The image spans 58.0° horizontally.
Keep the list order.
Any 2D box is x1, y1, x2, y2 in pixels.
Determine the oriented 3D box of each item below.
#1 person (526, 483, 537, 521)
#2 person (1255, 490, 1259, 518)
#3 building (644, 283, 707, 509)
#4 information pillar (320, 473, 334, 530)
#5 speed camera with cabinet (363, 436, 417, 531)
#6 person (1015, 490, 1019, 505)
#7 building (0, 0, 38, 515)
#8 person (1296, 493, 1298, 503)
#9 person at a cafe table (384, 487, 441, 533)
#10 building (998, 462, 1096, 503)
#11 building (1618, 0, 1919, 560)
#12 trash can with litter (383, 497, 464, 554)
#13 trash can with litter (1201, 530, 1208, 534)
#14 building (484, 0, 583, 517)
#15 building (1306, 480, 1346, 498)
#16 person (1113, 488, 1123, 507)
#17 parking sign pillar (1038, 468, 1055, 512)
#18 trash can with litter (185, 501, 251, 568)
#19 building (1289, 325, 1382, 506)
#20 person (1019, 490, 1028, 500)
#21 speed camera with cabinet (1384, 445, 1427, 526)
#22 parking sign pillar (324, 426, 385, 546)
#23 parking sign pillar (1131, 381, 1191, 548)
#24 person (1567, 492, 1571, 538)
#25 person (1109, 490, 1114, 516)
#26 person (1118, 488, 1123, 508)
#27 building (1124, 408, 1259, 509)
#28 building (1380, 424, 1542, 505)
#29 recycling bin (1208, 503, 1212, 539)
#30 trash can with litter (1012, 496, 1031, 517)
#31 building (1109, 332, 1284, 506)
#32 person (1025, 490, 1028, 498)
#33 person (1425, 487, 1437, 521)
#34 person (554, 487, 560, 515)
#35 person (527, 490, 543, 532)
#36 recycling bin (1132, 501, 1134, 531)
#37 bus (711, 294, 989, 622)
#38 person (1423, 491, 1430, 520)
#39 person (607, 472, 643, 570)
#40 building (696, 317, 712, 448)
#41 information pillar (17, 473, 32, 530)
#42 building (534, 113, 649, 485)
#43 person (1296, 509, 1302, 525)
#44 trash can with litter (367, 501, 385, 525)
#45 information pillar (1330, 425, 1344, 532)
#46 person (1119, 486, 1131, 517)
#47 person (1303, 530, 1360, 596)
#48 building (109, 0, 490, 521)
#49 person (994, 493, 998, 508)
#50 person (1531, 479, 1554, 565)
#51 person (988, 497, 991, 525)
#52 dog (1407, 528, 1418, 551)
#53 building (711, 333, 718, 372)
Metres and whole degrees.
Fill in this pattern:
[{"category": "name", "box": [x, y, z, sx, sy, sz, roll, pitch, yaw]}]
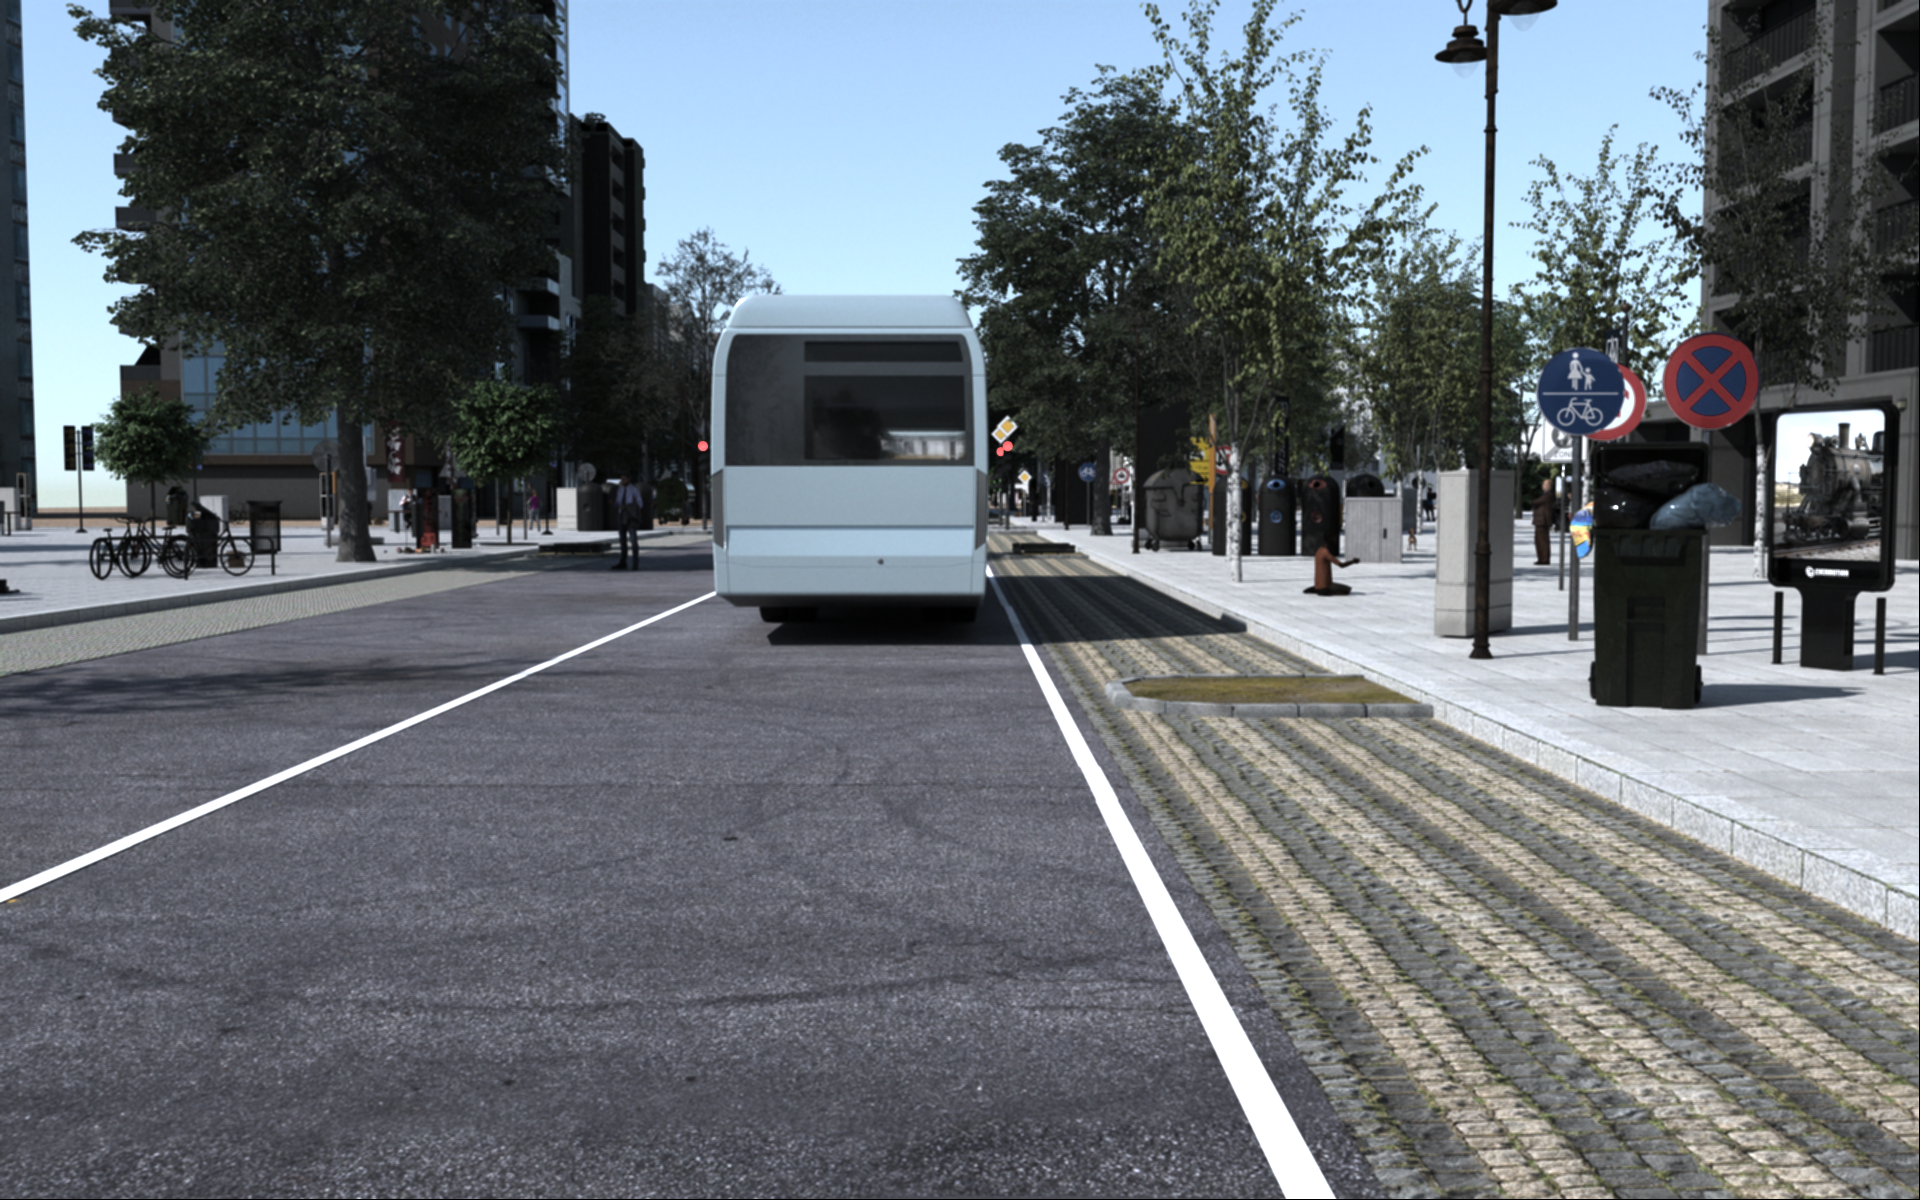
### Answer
[{"category": "person", "box": [-20.253, -4.628, 81.845, 0.598, 1.807, 0.434, -1, 4, -9]}, {"category": "person", "box": [16.095, -5.421, 94.808, 0.434, 1.807, 0.598, -3, 5, -43]}, {"category": "building", "box": [-34.145, -18.028, 161.223, 16.747, 18.905, 31.486, 0, 4, 0]}, {"category": "information pillar", "box": [-22.387, -3.472, 61.252, 0.304, 2.012, 0.304, 2, 4, 25]}, {"category": "speed camera with cabinet", "box": [-19.832, -4.013, 59.947, 2.038, 3.252, 0.660, -1, 4, -18]}, {"category": "person", "box": [6.454, -11.642, 197.061, 0.551, 1.740, 0.621, 1, 4, 12]}, {"category": "building", "box": [-68.690, -28.977, 93.378, 30.456, 49.044, 23.786, 0, 4, 0]}, {"category": "person", "box": [19.787, -5.675, 102.731, 0.435, 1.345, 0.340, -2, 4, -23]}, {"category": "person at a cafe table", "box": [-18.285, -3.012, 57.754, 1.698, 1.524, 1.622, -2, 4, -24]}, {"category": "building", "box": [19.287, -18.662, 247.262, 28.070, 9.664, 9.099, 0, 4, 0]}, {"category": "building", "box": [28.550, -36.555, 35.931, 20.563, 71.187, 20.611, 0, 4, 0]}, {"category": "trash can with litter", "box": [-11.814, -1.654, 38.108, 1.678, 1.210, 2.233, -1, 4, -16]}, {"category": "trash can with litter", "box": [7.800, -2.803, 56.884, 1.678, 1.210, 2.233, 0, 4, -6]}, {"category": "building", "box": [-36.996, -48.788, 110.348, 22.319, 86.520, 31.000, 0, 4, 0]}, {"category": "building", "box": [47.930, -18.642, 246.936, 28.070, 9.664, 9.099, 0, 4, 0]}, {"category": "person", "box": [15.305, -9.897, 167.792, 1.348, 1.831, 0.705, -1, 4, -10]}, {"category": "parking sign pillar", "box": [6.285, -8.316, 124.443, 1.447, 3.967, 1.447, -2, 4, -32]}, {"category": "trash can with litter", "box": [-12.939, -1.151, 30.213, 1.055, 1.170, 0.624, -1, 4, -21]}, {"category": "building", "box": [41.249, -21.027, 200.209, 11.380, 20.091, 16.016, 0, 4, 0]}, {"category": "person", "box": [7.481, -12.105, 204.051, 1.348, 1.812, 0.705, -2, 4, -27]}, {"category": "speed camera with cabinet", "box": [17.821, -4.629, 70.026, 2.038, 3.252, 0.660, 1, 4, 12]}, {"category": "parking sign pillar", "box": [-15.266, -3.368, 43.533, 1.447, 3.967, 1.447, -1, 4, -19]}, {"category": "parking sign pillar", "box": [4.845, -3.246, 41.550, 1.447, 3.967, 1.447, 0, 4, 1]}, {"category": "person", "box": [17.975, -2.501, 50.849, 0.340, 1.345, 0.435, -1, 4, -16]}, {"category": "person", "box": [8.670, -5.586, 99.921, 0.480, 1.512, 0.613, 0, 4, 4]}, {"category": "person", "box": [14.653, -9.335, 158.698, 0.705, 1.821, 1.348, 2, 4, 30]}, {"category": "building", "box": [21.118, -13.445, 161.977, 9.099, 9.664, 28.070, 0, 4, 0]}, {"category": "building", "box": [61.365, -15.953, 202.975, 28.070, 9.664, 9.099, 0, 4, 0]}, {"category": "recycling bin", "box": [7.634, -2.287, 49.949, 0.722, 1.027, 0.722, 3, 4, 39]}, {"category": "trash can with litter", "box": [3.491, -5.281, 97.735, 1.055, 1.170, 0.624, 1, 4, 16]}, {"category": "building", "box": [25.039, -19.877, 191.442, 16.747, 18.905, 31.486, 0, 4, 0]}, {"category": "person", "box": [8.020, -12.488, 210.949, 1.217, 1.743, 0.721, 3, 5, 41]}, {"category": "person", "box": [22.495, -4.568, 82.604, 0.647, 1.594, 0.662, 2, 4, 32]}, {"category": "person", "box": [-24.960, -6.153, 107.450, 0.445, 1.727, 0.742, -1, 4, -12]}, {"category": "person", "box": [-14.587, -3.052, 59.182, 0.726, 1.434, 0.776, -3, 4, -38]}, {"category": "recycling bin", "box": [6.395, -2.879, 59.634, 0.722, 1.027, 0.722, -3, 4, -37]}, {"category": "bus", "box": [-1.030, -1.696, 22.595, 2.948, 3.499, 13.247, 0, 3, 0]}, {"category": "person", "box": [22.557, -4.727, 84.255, 0.530, 1.710, 0.541, -1, 4, -18]}, {"category": "person", "box": [-6.361, -1.489, 32.706, 0.709, 1.838, 0.599, 2, 4, 28]}, {"category": "building", "box": [-34.252, -19.949, 182.578, 16.016, 20.091, 11.380, 0, 4, 0]}, {"category": "information pillar", "box": [-33.171, -3.481, 61.410, 0.304, 2.012, 0.304, 0, 4, 7]}, {"category": "building", "box": [-32.571, -22.196, 134.599, 14.160, 30.474, 14.107, 0, 4, 0]}, {"category": "person", "box": [14.004, -3.592, 72.694, 0.695, 0.859, 0.347, -3, 4, -36]}, {"category": "trash can with litter", "box": [-24.282, -3.674, 71.456, 1.055, 1.170, 0.624, 0, 4, -4]}, {"category": "information pillar", "box": [12.851, -4.141, 59.060, 0.504, 3.616, 0.183, -1, 4, -11]}, {"category": "person", "box": [9.200, -5.437, 95.656, 0.376, 1.734, 0.841, -3, 5, -42]}, {"category": "person", "box": [4.761, -0.472, 22.040, 0.655, 0.850, 0.859, 0, 4, -3]}, {"category": "building", "box": [-33.182, -26.846, 89.040, 14.600, 45.320, 14.200, 0, 4, 0]}, {"category": "person", "box": [3.362, -9.416, 159.965, 0.705, 1.831, 1.348, 0, 4, -4]}, {"category": "person", "box": [10.505, -1.403, 31.259, 0.388, 1.546, 0.482, 1, 4, 18]}, {"category": "person", "box": [1.005, -3.885, 72.700, 0.565, 1.739, 0.600, -3, 5, -40]}, {"category": "dog", "box": [10.250, -1.372, 39.265, 0.406, 0.507, 0.540, -2, 4, -25]}, {"category": "building", "box": [-41.916, -20.284, 198.101, 31.486, 18.905, 16.747, 0, 4, 0]}]
